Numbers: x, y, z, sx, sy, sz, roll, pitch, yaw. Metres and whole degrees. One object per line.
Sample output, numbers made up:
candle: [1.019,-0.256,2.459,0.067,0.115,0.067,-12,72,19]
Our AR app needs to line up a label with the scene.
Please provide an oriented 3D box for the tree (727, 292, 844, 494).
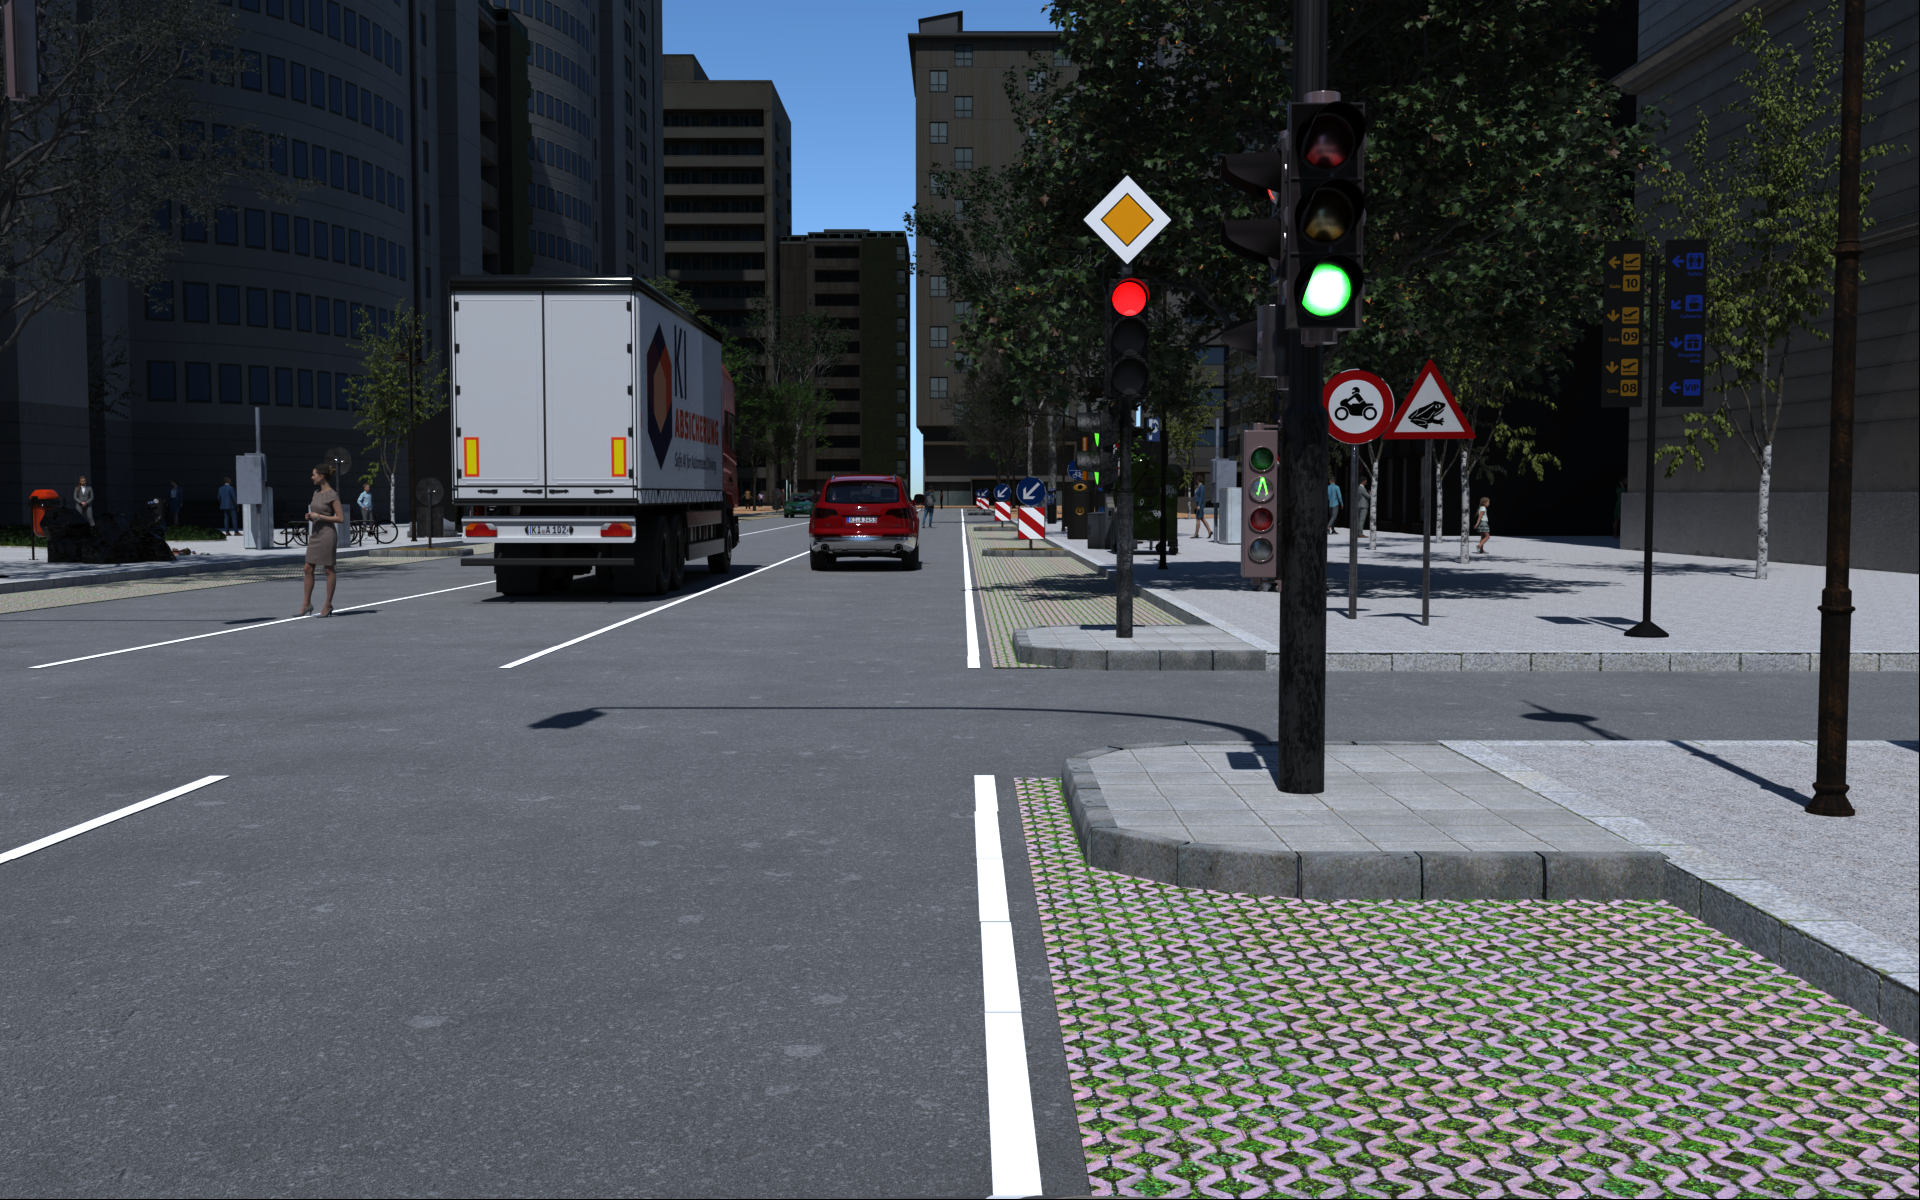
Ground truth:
tree: [-16.655,-18.782,162.966,12.611,20.169,13.585,0,3,0]

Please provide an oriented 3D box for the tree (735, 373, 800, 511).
tree: [-15.457,-12.104,132.317,7.601,10.594,8.767,-3,5,-44]

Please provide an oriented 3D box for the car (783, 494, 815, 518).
car: [-9.648,-5.749,105.800,2.131,1.459,4.920,0,4,1]

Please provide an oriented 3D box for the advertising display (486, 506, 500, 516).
advertising display: [-17.372,-3.618,64.361,0.123,1.923,0.974,-3,5,-39]

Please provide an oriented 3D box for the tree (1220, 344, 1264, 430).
tree: [11.406,-6.953,64.036,4.360,8.622,3.978,0,3,0]

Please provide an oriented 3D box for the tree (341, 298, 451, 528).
tree: [-21.543,-7.065,65.879,4.737,8.622,4.395,0,3,0]

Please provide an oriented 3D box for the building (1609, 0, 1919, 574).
building: [26.457,-15.012,32.838,23.554,28.519,14.401,0,3,0]

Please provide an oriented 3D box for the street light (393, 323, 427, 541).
street light: [-14.800,-4.526,46.785,0.468,5.910,1.993,0,3,0]

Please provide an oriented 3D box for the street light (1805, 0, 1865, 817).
street light: [3.501,-2.080,6.789,0.468,5.910,1.993,0,3,0]

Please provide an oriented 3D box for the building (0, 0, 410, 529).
building: [-35.201,-32.577,74.636,21.231,58.520,28.212,0,3,0]

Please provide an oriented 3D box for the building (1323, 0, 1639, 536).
building: [20.499,-14.096,60.150,12.332,23.373,15.834,0,3,0]

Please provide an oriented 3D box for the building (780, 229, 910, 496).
building: [-12.568,-25.695,191.812,14.107,30.474,14.160,0,3,0]

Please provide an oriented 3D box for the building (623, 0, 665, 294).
building: [-36.487,-43.211,144.754,20.611,71.187,20.563,0,3,0]

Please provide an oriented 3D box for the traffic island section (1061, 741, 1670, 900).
traffic island section: [1.490,0.903,7.520,2.009,0.180,2.903,0,3,0]

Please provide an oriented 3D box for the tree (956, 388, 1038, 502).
tree: [3.633,-14.756,167.023,9.928,11.665,9.643,0,3,0]

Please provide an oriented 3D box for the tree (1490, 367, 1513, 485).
tree: [12.489,-5.767,44.648,4.360,8.622,3.978,0,3,0]

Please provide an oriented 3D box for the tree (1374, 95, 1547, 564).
tree: [9.308,-4.959,31.434,4.737,8.622,4.395,0,3,0]

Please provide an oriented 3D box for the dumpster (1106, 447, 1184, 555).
dumpster: [3.947,-2.112,37.032,1.502,2.255,1.985,0,4,0]

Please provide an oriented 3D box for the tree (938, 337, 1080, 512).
tree: [3.439,-13.207,126.306,12.009,13.543,11.850,0,3,0]

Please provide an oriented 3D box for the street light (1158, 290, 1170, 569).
street light: [3.463,-3.461,29.383,0.468,5.910,1.993,0,3,0]

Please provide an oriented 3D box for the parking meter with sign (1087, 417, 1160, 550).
parking meter with sign: [3.736,-2.678,40.049,1.738,3.016,0.543,3,5,40]

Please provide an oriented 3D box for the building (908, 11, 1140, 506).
building: [8.236,-37.271,198.623,27.495,52.752,28.713,0,3,0]

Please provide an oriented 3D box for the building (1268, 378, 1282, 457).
building: [23.016,-13.146,82.390,16.820,18.784,16.811,0,3,0]

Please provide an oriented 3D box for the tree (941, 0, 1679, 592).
tree: [4.534,-6.464,22.693,9.611,12.733,9.660,0,3,0]

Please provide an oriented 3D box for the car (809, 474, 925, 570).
car: [-1.831,-1.559,34.158,2.281,1.827,5.304,0,4,-1]

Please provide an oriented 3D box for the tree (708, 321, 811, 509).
tree: [-15.928,-10.913,104.179,9.928,11.665,9.643,0,3,0]

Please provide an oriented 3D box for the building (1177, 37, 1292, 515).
building: [31.068,-25.850,114.529,32.217,40.220,23.993,0,3,0]

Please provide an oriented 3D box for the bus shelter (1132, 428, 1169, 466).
bus shelter: [6.424,-4.382,62.921,1.731,3.624,6.357,0,3,0]

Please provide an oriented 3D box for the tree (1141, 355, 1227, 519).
tree: [11.444,-8.415,87.940,4.737,8.622,4.395,0,3,0]

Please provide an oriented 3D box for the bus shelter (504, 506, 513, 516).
bus shelter: [-17.699,-5.011,73.207,1.731,3.624,6.357,0,3,0]

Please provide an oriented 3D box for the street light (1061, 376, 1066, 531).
street light: [3.568,-5.308,59.581,0.468,5.910,1.993,0,3,0]

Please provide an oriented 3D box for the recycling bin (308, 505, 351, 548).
recycling bin: [-14.977,-1.749,41.152,0.722,1.027,0.722,0,4,6]

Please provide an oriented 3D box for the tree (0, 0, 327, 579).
tree: [-14.953,-7.065,25.875,12.009,13.543,11.850,0,3,0]

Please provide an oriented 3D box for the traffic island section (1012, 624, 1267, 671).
traffic island section: [1.493,0.414,15.505,2.009,0.180,2.903,0,3,0]

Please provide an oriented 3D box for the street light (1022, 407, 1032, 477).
street light: [3.497,-7.180,90.185,0.468,5.910,1.993,0,3,0]

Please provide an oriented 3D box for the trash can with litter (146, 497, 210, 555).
trash can with litter: [-16.851,-1.563,36.619,2.233,1.210,1.678,2,4,30]

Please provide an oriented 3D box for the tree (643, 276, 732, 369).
tree: [-15.394,-10.547,90.567,7.486,12.596,7.792,0,3,0]

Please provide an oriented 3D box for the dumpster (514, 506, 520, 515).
dumpster: [-16.981,-3.859,68.856,1.264,1.857,1.865,0,3,0]

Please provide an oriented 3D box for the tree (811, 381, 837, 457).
tree: [-14.850,-13.799,151.372,9.928,11.665,9.643,0,3,0]

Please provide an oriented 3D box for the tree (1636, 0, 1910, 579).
tree: [12.024,-4.631,26.084,4.737,8.622,4.395,0,3,0]

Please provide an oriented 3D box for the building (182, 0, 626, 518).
building: [-36.195,-35.271,118.684,21.231,58.520,28.212,0,3,0]

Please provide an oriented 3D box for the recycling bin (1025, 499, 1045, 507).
recycling bin: [3.721,-4.476,85.733,0.722,1.027,0.722,3,4,39]

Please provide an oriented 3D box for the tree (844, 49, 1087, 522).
tree: [3.057,-13.511,76.799,12.611,20.169,13.585,0,3,0]

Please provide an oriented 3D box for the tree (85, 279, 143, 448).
tree: [-29.638,-6.547,57.403,4.360,8.622,3.978,0,3,0]

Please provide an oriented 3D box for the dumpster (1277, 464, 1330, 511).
dumpster: [6.090,-1.613,32.124,1.264,1.857,1.865,0,3,0]

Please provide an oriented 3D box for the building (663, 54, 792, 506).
building: [-30.420,-34.951,195.150,21.600,48.544,21.300,0,3,0]

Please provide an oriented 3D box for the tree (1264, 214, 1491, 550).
tree: [9.463,-5.468,39.770,4.360,8.622,3.978,0,3,0]

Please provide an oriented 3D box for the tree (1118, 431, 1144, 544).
tree: [4.234,-3.075,44.876,1.663,3.219,1.824,0,3,0]

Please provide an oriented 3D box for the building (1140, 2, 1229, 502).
building: [25.310,-36.593,140.295,21.231,58.520,28.212,0,3,0]

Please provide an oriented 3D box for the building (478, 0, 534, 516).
building: [-32.932,-19.983,98.418,14.160,30.474,14.107,0,3,0]

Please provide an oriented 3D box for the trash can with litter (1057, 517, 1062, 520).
trash can with litter: [5.472,-4.624,86.654,1.678,1.210,2.233,1,4,22]

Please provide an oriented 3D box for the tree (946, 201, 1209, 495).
tree: [3.925,-7.159,51.467,7.601,10.594,8.767,2,4,34]
